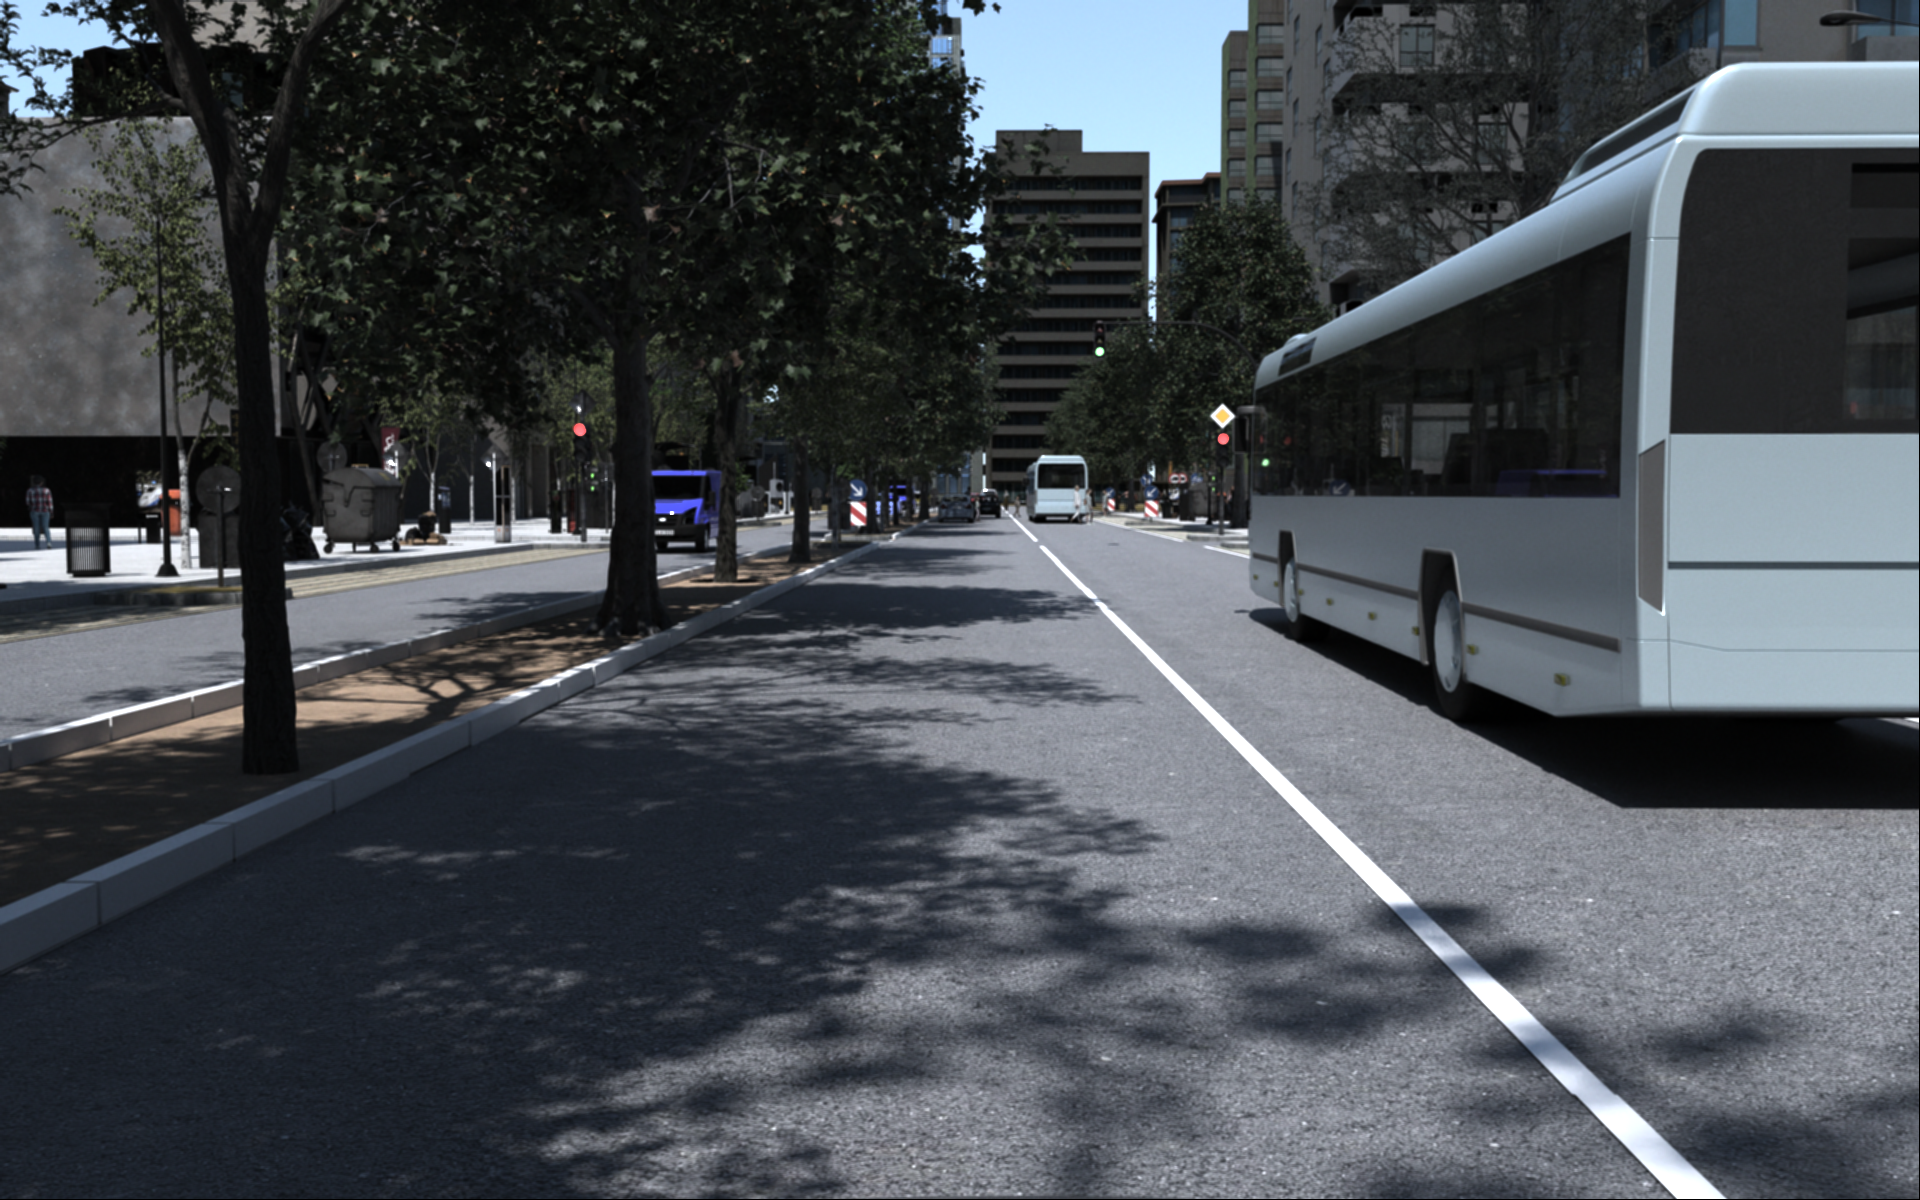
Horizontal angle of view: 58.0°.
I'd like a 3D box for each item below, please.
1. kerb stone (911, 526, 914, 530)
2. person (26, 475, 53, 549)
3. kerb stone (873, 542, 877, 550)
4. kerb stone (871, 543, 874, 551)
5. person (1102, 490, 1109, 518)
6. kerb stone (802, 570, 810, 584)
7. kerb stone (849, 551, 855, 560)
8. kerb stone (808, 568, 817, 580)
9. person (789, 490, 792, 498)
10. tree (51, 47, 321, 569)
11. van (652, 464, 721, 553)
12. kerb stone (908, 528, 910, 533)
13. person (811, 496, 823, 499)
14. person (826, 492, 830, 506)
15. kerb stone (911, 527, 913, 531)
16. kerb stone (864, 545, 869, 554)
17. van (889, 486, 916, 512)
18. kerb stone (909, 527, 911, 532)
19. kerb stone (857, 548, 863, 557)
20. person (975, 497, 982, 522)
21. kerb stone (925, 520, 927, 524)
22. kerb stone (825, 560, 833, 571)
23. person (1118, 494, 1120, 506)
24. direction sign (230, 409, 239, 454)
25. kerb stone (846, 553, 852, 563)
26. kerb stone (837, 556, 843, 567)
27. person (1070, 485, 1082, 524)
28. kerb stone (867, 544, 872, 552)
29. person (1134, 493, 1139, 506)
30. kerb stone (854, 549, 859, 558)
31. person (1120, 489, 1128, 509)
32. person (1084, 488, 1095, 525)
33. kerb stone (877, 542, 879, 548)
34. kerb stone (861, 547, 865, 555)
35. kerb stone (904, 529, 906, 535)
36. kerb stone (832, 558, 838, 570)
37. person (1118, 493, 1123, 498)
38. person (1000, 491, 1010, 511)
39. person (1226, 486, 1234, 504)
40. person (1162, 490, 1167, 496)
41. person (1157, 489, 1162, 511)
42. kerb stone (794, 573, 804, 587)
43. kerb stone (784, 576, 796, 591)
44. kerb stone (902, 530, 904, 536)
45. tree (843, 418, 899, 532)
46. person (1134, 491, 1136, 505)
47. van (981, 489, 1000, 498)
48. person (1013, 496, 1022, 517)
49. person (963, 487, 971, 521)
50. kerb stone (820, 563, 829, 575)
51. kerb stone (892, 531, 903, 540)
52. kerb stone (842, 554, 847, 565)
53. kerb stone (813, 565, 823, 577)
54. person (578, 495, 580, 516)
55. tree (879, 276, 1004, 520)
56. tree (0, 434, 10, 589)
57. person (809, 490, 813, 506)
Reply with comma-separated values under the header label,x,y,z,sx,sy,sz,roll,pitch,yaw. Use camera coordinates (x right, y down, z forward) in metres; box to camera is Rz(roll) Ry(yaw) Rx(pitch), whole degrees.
label,x,y,z,sx,sy,sz,roll,pitch,yaw
kerb stone,-1.920,-2.634,65.266,0.120,0.150,1.000,0,4,1
person,-21.376,-2.040,40.232,0.563,1.720,0.643,-2,4,-29
kerb stone,-2.261,-1.343,44.156,0.120,0.150,1.000,0,4,1
kerb stone,-2.291,-1.281,43.133,0.120,0.150,1.000,0,4,1
person,8.769,-5.828,104.791,0.522,1.701,0.512,-1,4,-12
kerb stone,-2.549,-0.337,27.736,0.120,0.150,1.000,0,4,1
kerb stone,-2.394,-0.904,36.979,0.120,0.150,1.000,0,4,1
kerb stone,-2.521,-0.398,28.758,0.120,0.150,1.000,0,4,1
person,-19.625,-11.936,201.070,0.599,1.838,0.709,-1,4,-20
tree,-13.039,-4.840,29.490,4.737,8.622,4.395,0,3,0
van,-7.041,-2.406,43.727,2.240,2.365,5.245,0,4,1
kerb stone,-1.977,-2.446,62.194,0.120,0.150,1.000,0,4,1
person,-14.432,-10.263,174.624,1.217,1.735,0.721,-2,4,-30
person,-14.233,-11.108,188.375,0.721,1.735,1.217,2,4,28
kerb stone,-1.932,-2.565,64.244,0.120,0.150,1.000,0,4,1
kerb stone,-2.322,-1.147,41.076,0.120,0.150,1.000,0,4,1
van,-4.261,-7.469,126.497,2.240,2.365,5.245,0,4,1
kerb stone,-1.960,-2.509,63.216,0.120,0.150,1.000,0,4,1
kerb stone,-2.350,-1.029,39.028,0.120,0.150,1.000,0,4,1
person,0.948,-4.707,89.731,0.394,1.301,0.425,-1,4,-10
kerb stone,-1.702,-3.450,78.601,0.120,0.150,1.000,0,4,1
kerb stone,-2.484,-0.590,31.839,0.120,0.150,1.000,0,4,1
person,17.802,-11.309,194.197,1.065,1.426,0.557,0,4,7
direction sign,-19.318,-3.346,46.703,0.379,3.537,0.876,1,4,17
kerb stone,-2.403,-0.837,35.942,0.120,0.150,1.000,0,4,1
kerb stone,-2.440,-0.712,33.887,0.120,0.150,1.000,0,4,1
person,5.513,-4.519,82.260,0.818,1.842,0.514,-2,4,-27
kerb stone,-2.303,-1.218,42.103,0.120,0.150,1.000,0,4,1
person,19.445,-11.102,190.826,0.557,1.426,1.065,3,4,38
kerb stone,-2.376,-0.967,38.003,0.120,0.150,1.000,0,4,1
person,14.453,-8.780,150.309,1.217,1.736,0.721,0,4,1
person,6.008,-4.353,80.678,0.522,1.701,0.512,1,4,13
kerb stone,-2.248,-1.406,45.182,0.120,0.150,1.000,0,4,1
kerb stone,-2.350,-1.092,40.054,0.120,0.150,1.000,0,4,1
kerb stone,-2.017,-2.258,59.112,0.120,0.150,1.000,0,4,1
kerb stone,-2.462,-0.650,32.865,0.120,0.150,1.000,0,4,1
person,12.607,-8.188,140.437,1.217,1.766,0.721,0,4,5
person,3.885,-8.507,148.314,0.721,1.736,1.217,-3,5,-41
person,15.134,-5.502,96.590,0.593,1.750,0.643,1,4,13
person,21.829,-10.933,185.532,0.721,1.736,1.217,3,4,37
person,15.211,-7.631,132.281,0.415,1.643,0.593,3,4,36
kerb stone,-2.556,-0.275,26.711,0.120,0.150,1.000,0,4,1
kerb stone,-2.581,-0.214,25.689,0.120,0.150,1.000,0,4,1
kerb stone,-2.035,-2.195,58.090,0.120,0.150,1.000,0,4,1
tree,-2.956,-6.884,65.373,4.360,8.622,3.978,0,3,0
person,19.938,-11.699,198.031,0.721,1.736,1.217,-2,4,-27
van,2.528,-8.864,151.937,2.013,2.044,4.112,0,4,1
person,3.593,-5.819,107.912,0.640,1.303,0.475,2,4,29
person,0.433,-5.192,93.491,0.850,1.850,0.679,0,4,4
kerb stone,-2.488,-0.524,30.804,0.120,0.150,1.000,0,4,1
kerb stone,-2.057,-2.132,57.058,0.120,0.150,1.000,0,4,1
kerb stone,-2.422,-0.775,34.908,0.120,0.150,1.000,0,4,1
kerb stone,-2.513,-0.464,29.780,0.120,0.150,1.000,0,4,1
person,-12.965,-2.928,58.162,0.306,1.304,0.590,3,5,44
tree,-2.039,-11.486,96.914,9.857,13.997,8.962,0,3,0
tree,-13.453,-1.763,23.433,1.663,3.219,1.824,0,3,0
person,-15.866,-10.780,182.817,0.721,1.766,1.217,2,4,28
